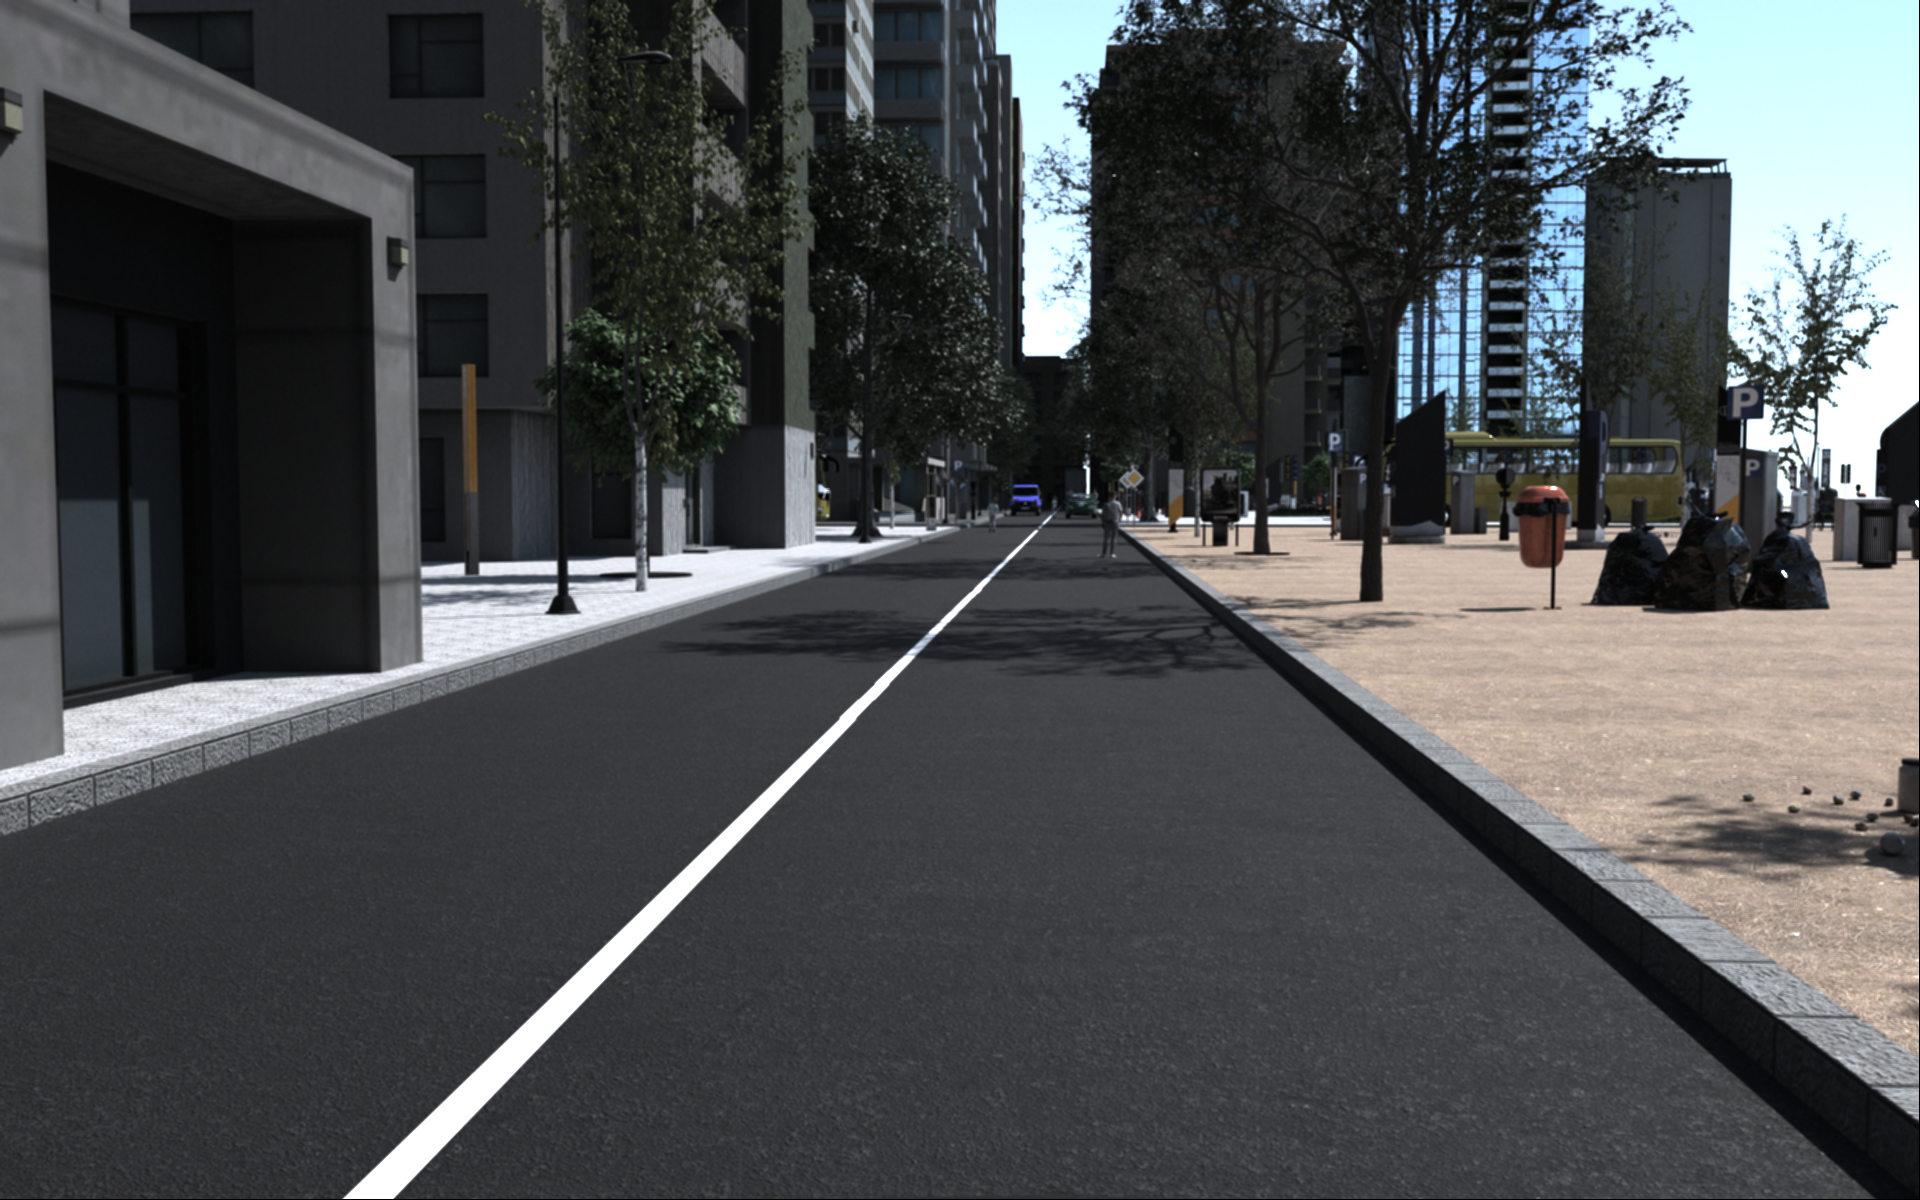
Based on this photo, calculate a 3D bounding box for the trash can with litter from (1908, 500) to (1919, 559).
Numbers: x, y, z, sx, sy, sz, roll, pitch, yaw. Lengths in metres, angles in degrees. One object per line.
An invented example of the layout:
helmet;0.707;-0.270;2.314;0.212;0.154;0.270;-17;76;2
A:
trash can with litter;19.212;-1.384;34.012;0.624;1.170;1.055;-2;4;-27

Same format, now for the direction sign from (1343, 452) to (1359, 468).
direction sign;20.967;-6.180;93.034;0.876;3.537;0.379;-1;4;-10

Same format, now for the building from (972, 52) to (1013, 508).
building;-2.508;-28.947;156.876;14.154;41.232;14.086;0;4;4

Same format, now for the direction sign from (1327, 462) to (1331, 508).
direction sign;26.256;-8.026;123.214;0.379;3.537;0.876;2;4;28

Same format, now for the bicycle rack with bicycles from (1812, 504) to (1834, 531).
bicycle rack with bicycles;30.929;-2.853;60.036;2.852;0.926;2.925;1;4;17

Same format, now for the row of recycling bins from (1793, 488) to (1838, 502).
row of recycling bins;54.335;-6.301;110.138;1.069;1.692;3.534;-1;4;-16

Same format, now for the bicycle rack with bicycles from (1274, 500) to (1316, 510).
bicycle rack with bicycles;19.828;-5.516;103.575;2.852;0.926;2.925;3;5;45

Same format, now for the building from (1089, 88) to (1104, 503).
building;32.422;-42.817;242.060;28.212;58.520;21.231;0;4;4

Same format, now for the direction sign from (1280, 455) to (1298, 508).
direction sign;19.323;-6.677;101.167;0.876;3.537;0.379;-2;4;-23

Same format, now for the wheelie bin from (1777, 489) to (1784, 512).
wheelie bin;47.396;-5.666;100.550;0.693;1.594;0.980;3;5;41

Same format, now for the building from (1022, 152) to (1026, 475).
building;-7.276;-36.325;213.526;30.456;49.044;23.786;0;4;4

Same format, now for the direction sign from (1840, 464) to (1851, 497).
direction sign;66.333;-8.426;129.765;0.379;3.537;0.876;-1;4;-21

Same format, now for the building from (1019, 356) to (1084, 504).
building;3.138;-24.621;247.590;28.899;21.520;27.650;0;4;4

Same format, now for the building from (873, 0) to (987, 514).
building;-9.642;-30.664;120.971;23.786;49.044;30.456;0;4;4

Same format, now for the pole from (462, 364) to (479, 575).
pole;-7.719;-2.046;27.297;0.158;3.312;0.155;0;3;0

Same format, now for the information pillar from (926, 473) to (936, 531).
information pillar;-1.009;-3.435;60.649;0.304;2.012;0.304;-1;4;-16

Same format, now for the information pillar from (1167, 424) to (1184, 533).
information pillar;7.183;-4.058;57.696;0.504;3.616;0.183;1;4;11

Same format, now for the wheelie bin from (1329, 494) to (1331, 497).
wheelie bin;22.344;-5.788;102.534;0.980;1.594;0.693;2;4;28

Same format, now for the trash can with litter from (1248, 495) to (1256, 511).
trash can with litter;22.029;-7.329;130.880;1.678;1.210;2.233;0;4;-7

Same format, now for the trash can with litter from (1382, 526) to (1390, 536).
trash can with litter;13.169;-2.513;52.478;0.624;1.170;1.055;-3;5;-45

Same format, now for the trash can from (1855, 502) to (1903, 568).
trash can;15.971;-1.130;30.134;0.748;1.137;0.748;0;3;0

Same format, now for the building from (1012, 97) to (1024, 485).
building;-0.128;-33.174;192.499;14.600;45.320;14.200;0;4;4

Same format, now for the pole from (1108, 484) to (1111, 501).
pole;12.484;-9.226;144.695;0.158;3.312;0.155;0;3;0

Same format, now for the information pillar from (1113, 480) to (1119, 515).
information pillar;8.119;-5.225;89.916;0.304;2.012;0.304;0;4;8

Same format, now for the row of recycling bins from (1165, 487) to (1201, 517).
row of recycling bins;13.055;-5.408;95.540;3.534;1.692;1.069;-1;4;-12

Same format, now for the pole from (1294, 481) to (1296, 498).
pole;25.729;-8.511;132.994;0.158;3.312;0.155;0;3;0

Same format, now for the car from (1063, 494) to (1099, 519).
car;7.143;-5.516;101.982;2.131;1.459;4.920;0;4;4

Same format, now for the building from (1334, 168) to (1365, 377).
building;58.329;-37.694;240.003;21.600;48.544;21.300;0;4;4

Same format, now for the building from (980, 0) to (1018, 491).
building;-4.579;-44.966;173.449;20.563;71.187;20.611;0;4;4

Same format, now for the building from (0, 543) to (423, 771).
building;-14.577;-34.798;7.207;20.563;71.187;20.611;0;4;4

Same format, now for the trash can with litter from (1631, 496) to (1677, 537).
trash can with litter;20.659;-2.487;51.717;2.233;1.210;1.678;-1;4;-22

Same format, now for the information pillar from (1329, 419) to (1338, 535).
information pillar;11.645;-3.829;53.964;0.183;3.616;0.504;0;4;1

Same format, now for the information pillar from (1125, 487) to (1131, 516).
information pillar;9.818;-5.912;101.146;0.304;2.012;0.304;-1;4;-11

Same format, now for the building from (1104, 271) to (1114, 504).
building;22.875;-25.600;190.265;14.160;30.474;14.107;0;4;4

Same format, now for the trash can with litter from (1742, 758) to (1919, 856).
trash can with litter;3.758;0.300;6.156;1.678;1.210;2.233;1;4;22

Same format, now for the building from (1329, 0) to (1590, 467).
building;61.985;-54.864;209.701;31.000;86.520;22.319;0;4;4

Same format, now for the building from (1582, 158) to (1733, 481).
building;84.816;-32.370;212.851;14.086;41.232;14.154;0;4;4

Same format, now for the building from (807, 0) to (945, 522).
building;-17.215;-24.136;86.501;32.217;40.220;23.993;0;4;4

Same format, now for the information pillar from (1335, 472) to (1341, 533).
information pillar;12.699;-3.258;57.756;0.304;2.012;0.304;1;4;18

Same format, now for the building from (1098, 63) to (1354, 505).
building;31.060;-37.958;209.858;28.713;52.752;27.495;0;4;4

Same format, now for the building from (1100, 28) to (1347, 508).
building;24.832;-31.400;168.008;22.147;44.769;28.867;0;4;4

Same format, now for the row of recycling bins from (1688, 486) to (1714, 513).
row of recycling bins;38.110;-4.950;88.041;1.069;1.692;3.534;0;4;-4

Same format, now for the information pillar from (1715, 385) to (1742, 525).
information pillar;16.411;-2.793;37.028;0.504;3.616;0.183;2;4;26

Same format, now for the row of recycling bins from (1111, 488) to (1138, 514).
row of recycling bins;10.790;-6.315;110.369;1.069;1.692;3.534;3;5;42

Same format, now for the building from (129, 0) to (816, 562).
building;-11.230;-16.288;38.008;14.160;30.474;14.107;0;4;4
